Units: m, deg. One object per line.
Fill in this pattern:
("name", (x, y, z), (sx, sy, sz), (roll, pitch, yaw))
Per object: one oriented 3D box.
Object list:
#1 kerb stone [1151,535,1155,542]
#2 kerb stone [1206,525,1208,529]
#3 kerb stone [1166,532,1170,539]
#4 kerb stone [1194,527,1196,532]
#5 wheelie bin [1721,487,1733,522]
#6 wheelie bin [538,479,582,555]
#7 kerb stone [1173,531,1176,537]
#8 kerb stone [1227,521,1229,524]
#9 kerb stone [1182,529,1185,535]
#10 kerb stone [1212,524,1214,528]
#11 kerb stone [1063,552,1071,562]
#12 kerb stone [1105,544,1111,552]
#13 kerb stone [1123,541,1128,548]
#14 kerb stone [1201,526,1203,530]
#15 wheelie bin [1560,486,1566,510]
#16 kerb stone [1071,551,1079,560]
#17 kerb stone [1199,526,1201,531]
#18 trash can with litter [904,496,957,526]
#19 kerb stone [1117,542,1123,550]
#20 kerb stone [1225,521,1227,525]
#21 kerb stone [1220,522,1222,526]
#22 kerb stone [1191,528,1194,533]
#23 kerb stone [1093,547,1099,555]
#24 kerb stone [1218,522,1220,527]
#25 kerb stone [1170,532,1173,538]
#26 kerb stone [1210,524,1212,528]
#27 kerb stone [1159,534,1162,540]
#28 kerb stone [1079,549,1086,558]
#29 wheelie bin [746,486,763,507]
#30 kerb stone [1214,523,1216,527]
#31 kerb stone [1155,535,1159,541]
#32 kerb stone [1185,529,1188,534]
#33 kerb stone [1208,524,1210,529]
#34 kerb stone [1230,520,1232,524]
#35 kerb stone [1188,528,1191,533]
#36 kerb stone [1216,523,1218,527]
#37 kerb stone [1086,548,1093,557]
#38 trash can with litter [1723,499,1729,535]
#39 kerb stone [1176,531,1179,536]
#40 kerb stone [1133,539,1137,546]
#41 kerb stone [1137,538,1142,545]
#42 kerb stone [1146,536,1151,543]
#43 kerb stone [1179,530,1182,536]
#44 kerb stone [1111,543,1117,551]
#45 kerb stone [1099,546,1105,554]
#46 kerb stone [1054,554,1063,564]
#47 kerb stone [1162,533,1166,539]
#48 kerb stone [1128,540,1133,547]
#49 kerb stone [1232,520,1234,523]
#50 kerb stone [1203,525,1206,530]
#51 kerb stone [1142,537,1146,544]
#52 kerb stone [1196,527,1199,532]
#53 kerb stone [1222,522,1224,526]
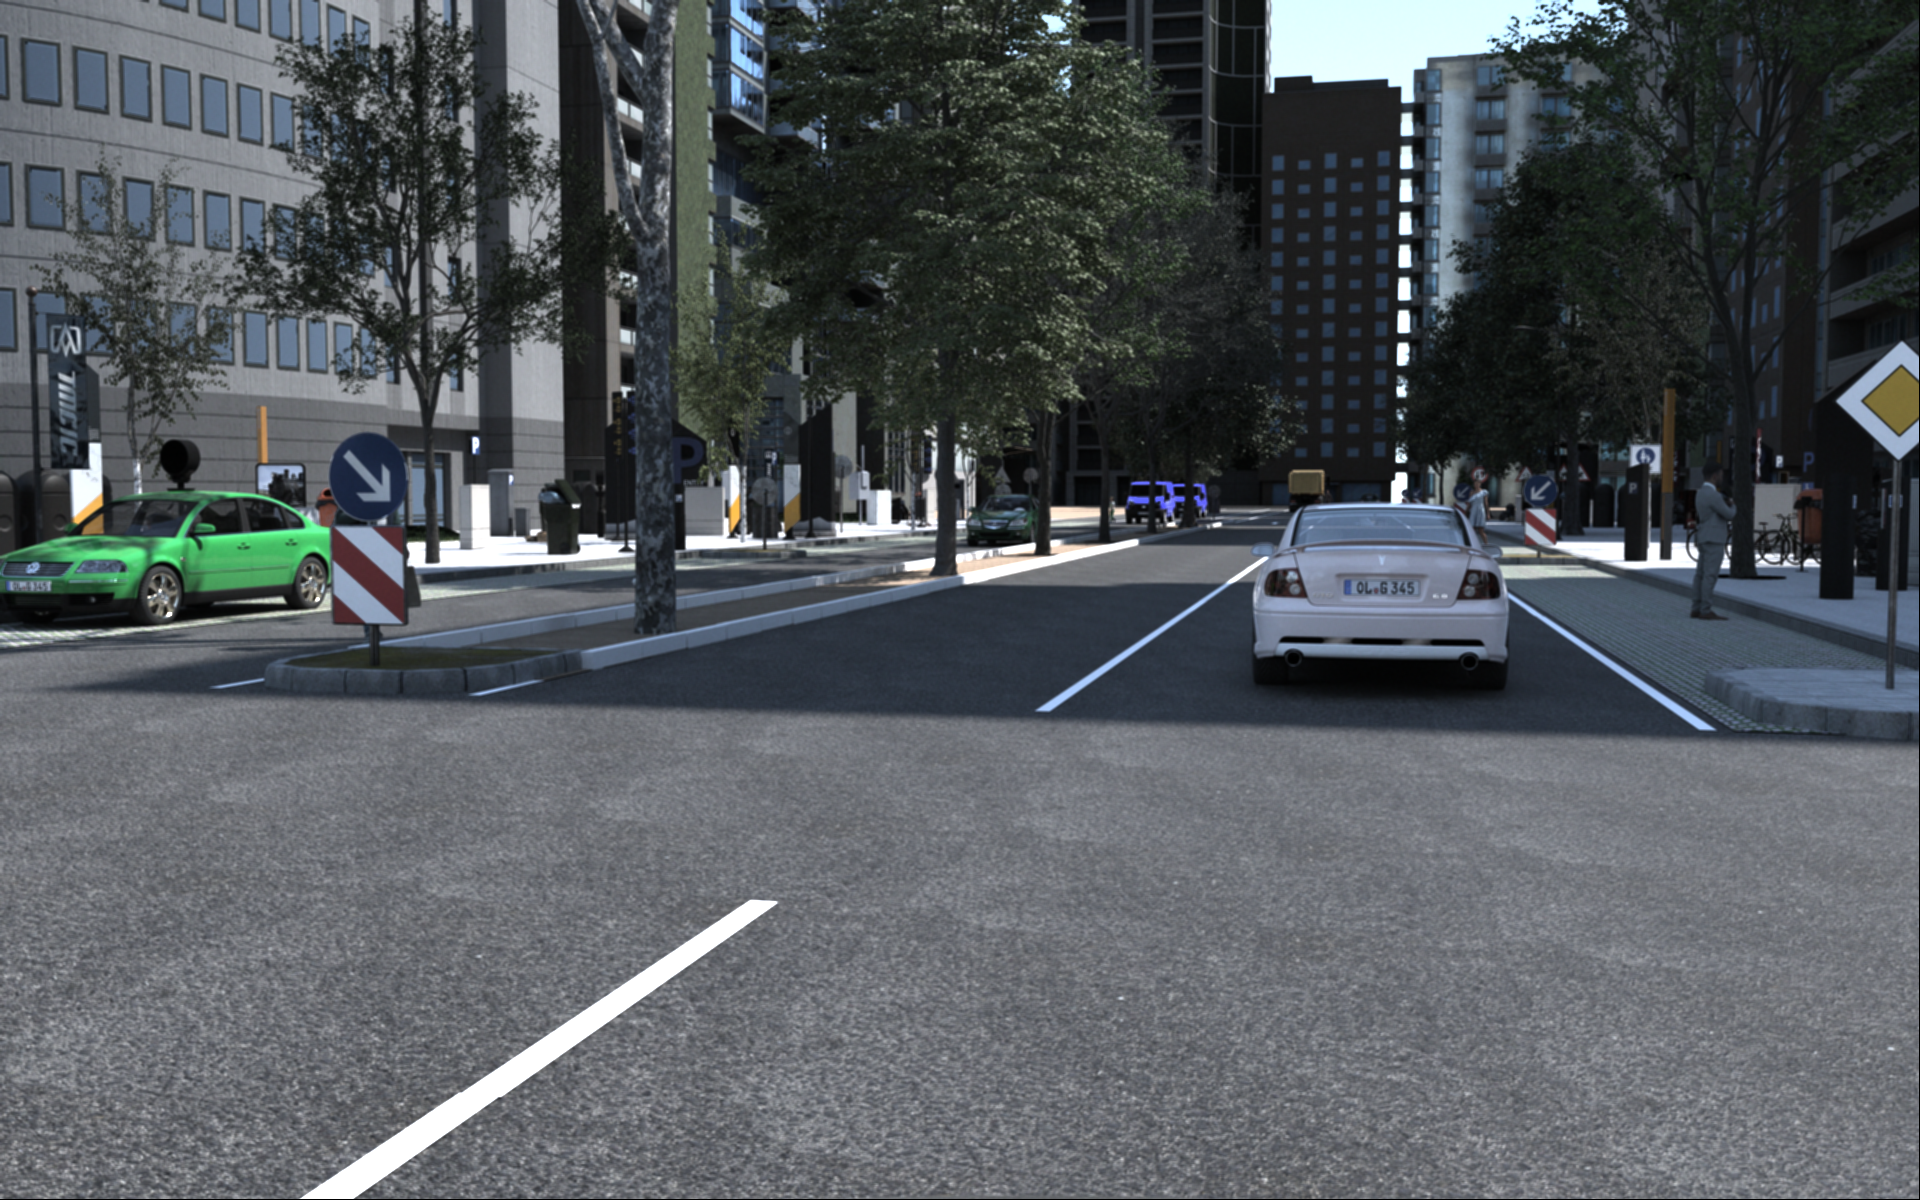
("kerb stone", (5.606, -1.794, 51.523), (0.120, 0.150, 1.000), (1, 4, 13))
("kerb stone", (9.749, -2.888, 69.492), (0.120, 0.150, 1.000), (1, 4, 13))
("kerb stone", (6.525, -2.038, 55.514), (0.120, 0.150, 1.000), (1, 4, 13))
("kerb stone", (8.598, -2.588, 64.510), (0.120, 0.150, 1.000), (1, 4, 13))
("wheelie bin", (35.339, -4.408, 79.985), (0.980, 1.594, 0.693), (-3, 5, -43))
("wheelie bin", (-8.470, -1.765, 36.766), (0.693, 1.594, 0.980), (0, 4, 7))
("kerb stone", (6.983, -2.160, 57.510), (0.120, 0.150, 1.000), (1, 4, 13))
("kerb stone", (12.283, -3.565, 80.479), (0.120, 0.150, 1.000), (1, 4, 13))
("kerb stone", (7.675, -2.335, 60.499), (0.120, 0.150, 1.000), (1, 4, 13))
("kerb stone", (10.434, -3.076, 72.489), (0.120, 0.150, 1.000), (1, 4, 13))
("kerb stone", (2.143, -0.878, 36.558), (0.120, 0.150, 1.000), (1, 4, 13))
("kerb stone", (3.522, -1.244, 42.541), (0.120, 0.150, 1.000), (1, 4, 13))
("kerb stone", (4.213, -1.427, 45.534), (0.120, 0.150, 1.000), (1, 4, 13))
("kerb stone", (9.286, -2.770, 67.499), (0.120, 0.150, 1.000), (1, 4, 13))
("wheelie bin", (24.492, -3.759, 69.364), (0.980, 1.594, 0.693), (0, 4, 4))
("kerb stone", (2.379, -0.939, 37.552), (0.120, 0.150, 1.000), (1, 4, 13))
("kerb stone", (9.051, -2.710, 66.504), (0.120, 0.150, 1.000), (1, 4, 13))
("trash can with litter", (-1.278, -3.550, 69.107), (2.233, 1.210, 1.678), (1, 4, 11))
("kerb stone", (3.991, -1.365, 44.535), (0.120, 0.150, 1.000), (1, 4, 13))
("kerb stone", (12.053, -3.504, 79.483), (0.120, 0.150, 1.000), (1, 4, 13))
("kerb stone", (11.365, -3.321, 76.488), (0.120, 0.150, 1.000), (1, 4, 13))
("kerb stone", (8.368, -2.527, 63.508), (0.120, 0.150, 1.000), (1, 4, 13))
("kerb stone", (3.065, -1.122, 40.547), (0.120, 0.150, 1.000), (1, 4, 13))
("kerb stone", (11.134, -3.256, 75.485), (0.120, 0.150, 1.000), (1, 4, 13))
("kerb stone", (6.753, -2.097, 56.514), (0.120, 0.150, 1.000), (1, 4, 13))
("kerb stone", (10.206, -3.013, 71.492), (0.120, 0.150, 1.000), (1, 4, 13))
("kerb stone", (6.058, -1.916, 53.518), (0.120, 0.150, 1.000), (1, 4, 13))
("kerb stone", (2.603, -1.000, 38.552), (0.120, 0.150, 1.000), (1, 4, 13))
("wheelie bin", (-8.083, -3.660, 67.744), (0.693, 1.594, 0.980), (-3, 5, -40))
("kerb stone", (10.663, -3.137, 73.491), (0.120, 0.150, 1.000), (1, 4, 13))
("kerb stone", (5.834, -1.852, 52.520), (0.120, 0.150, 1.000), (1, 4, 13))
("kerb stone", (7.897, -2.400, 61.502), (0.120, 0.150, 1.000), (1, 4, 13))
("kerb stone", (9.980, -2.951, 70.493), (0.120, 0.150, 1.000), (1, 4, 13))
("kerb stone", (12.747, -3.686, 82.497), (0.120, 0.150, 1.000), (1, 4, 13))
("kerb stone", (8.133, -2.465, 62.505), (0.120, 0.150, 1.000), (1, 4, 13))
("kerb stone", (10.895, -3.198, 74.487), (0.120, 0.150, 1.000), (1, 4, 13))
("kerb stone", (2.841, -1.061, 39.547), (0.120, 0.150, 1.000), (1, 4, 13))
("trash can with litter", (18.979, -1.963, 43.481), (0.624, 1.170, 1.055), (2, 4, 25))
("kerb stone", (7.213, -2.221, 58.506), (0.120, 0.150, 1.000), (1, 4, 13))
("kerb stone", (4.677, -1.549, 47.526), (0.120, 0.150, 1.000), (1, 4, 13))
("kerb stone", (4.908, -1.610, 48.526), (0.120, 0.150, 1.000), (1, 4, 13))
("kerb stone", (5.371, -1.727, 50.529), (0.120, 0.150, 1.000), (1, 4, 13))
("kerb stone", (7.446, -2.282, 59.501), (0.120, 0.150, 1.000), (1, 4, 13))
("kerb stone", (3.760, -1.304, 43.535), (0.120, 0.150, 1.000), (1, 4, 13))
("kerb stone", (3.290, -1.183, 41.545), (0.120, 0.150, 1.000), (1, 4, 13))
("kerb stone", (1.918, -0.815, 35.540), (0.120, 0.150, 1.000), (1, 4, 13))
("kerb stone", (6.292, -1.974, 54.519), (0.120, 0.150, 1.000), (1, 4, 13))
("kerb stone", (4.447, -1.488, 46.529), (0.120, 0.150, 1.000), (1, 4, 13))
("kerb stone", (12.970, -3.749, 83.498), (0.120, 0.150, 1.000), (1, 4, 13))
("kerb stone", (9.518, -2.832, 68.496), (0.120, 0.150, 1.000), (1, 4, 13))
("kerb stone", (5.133, -1.672, 49.529), (0.120, 0.150, 1.000), (1, 4, 13))
("kerb stone", (8.829, -2.645, 65.507), (0.120, 0.150, 1.000), (1, 4, 13))
("kerb stone", (11.595, -3.382, 77.490), (0.120, 0.150, 1.000), (1, 4, 13))
